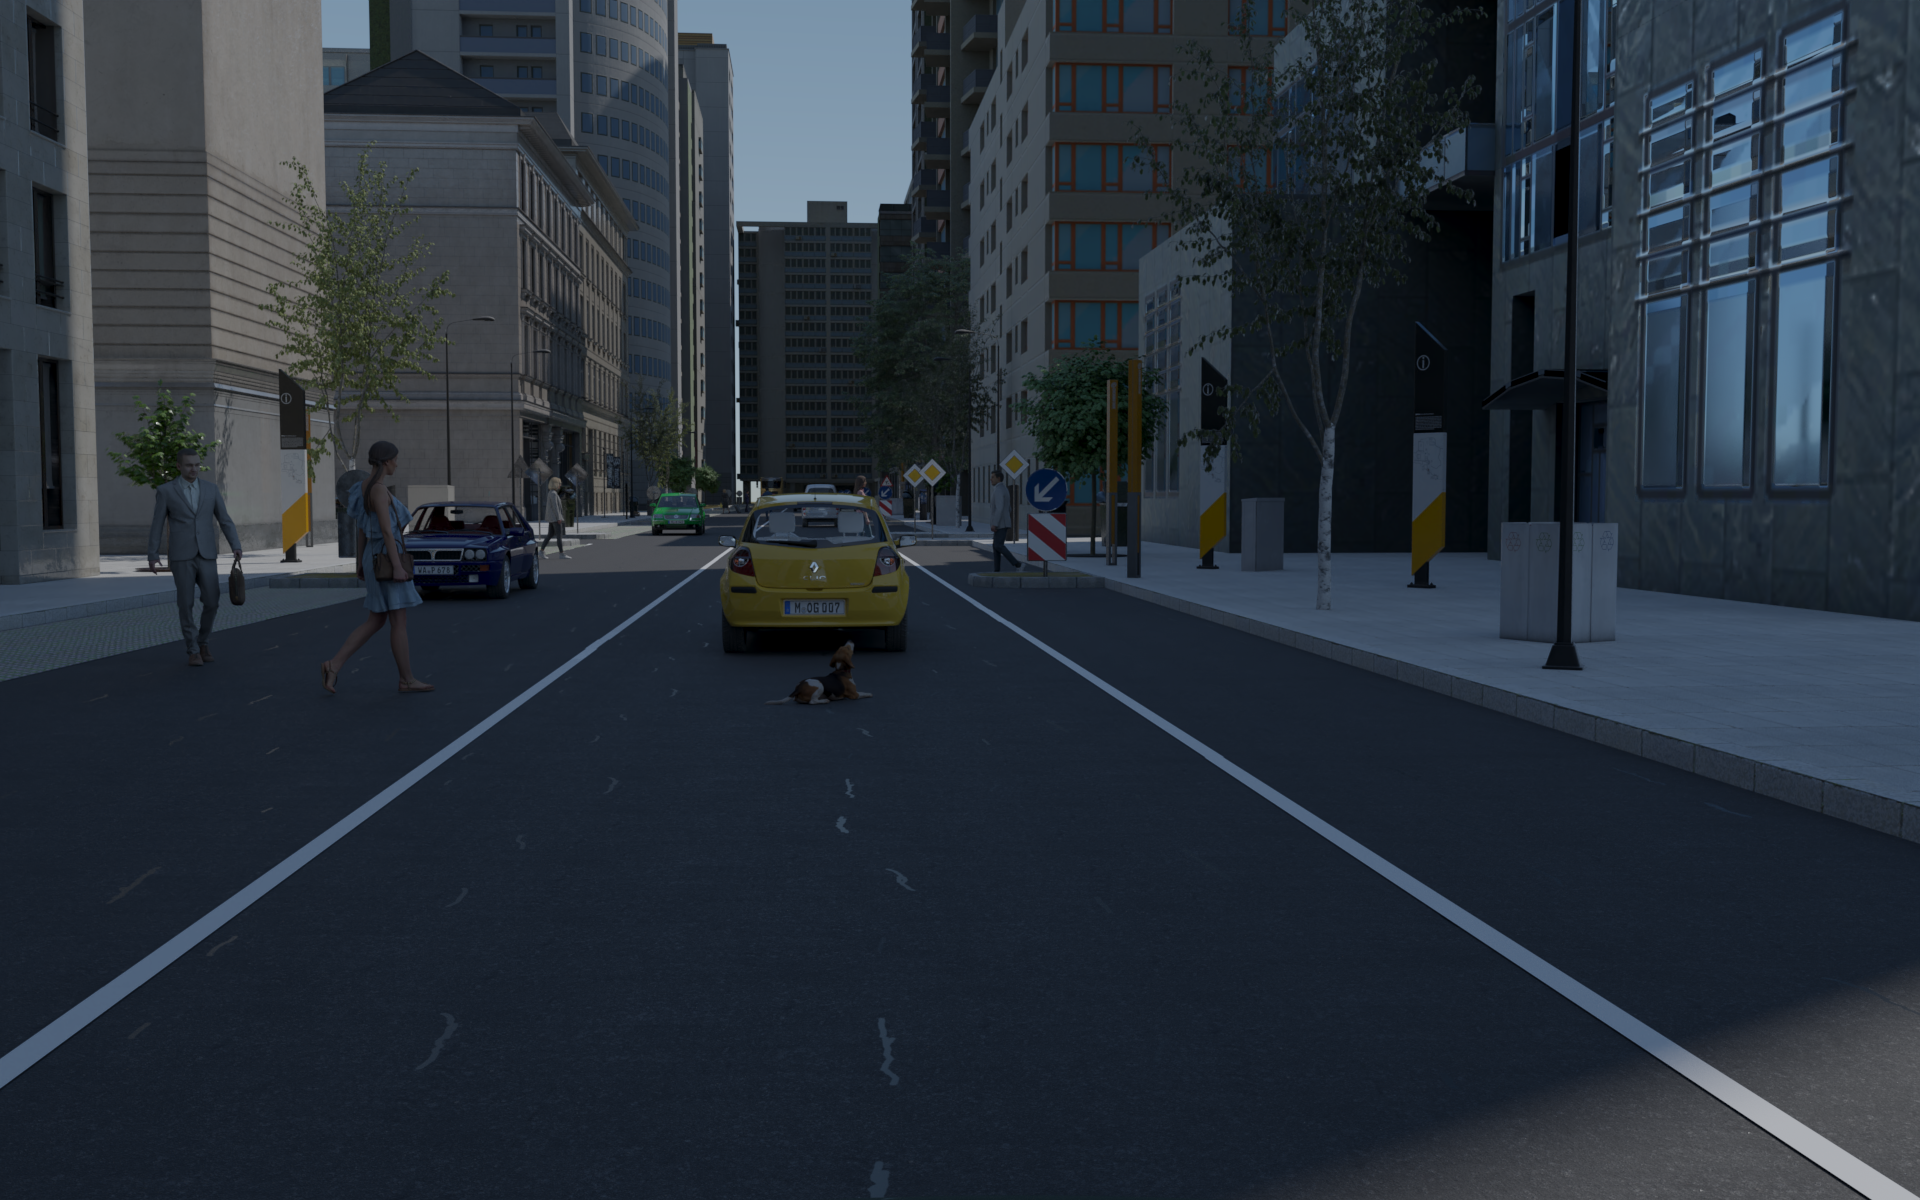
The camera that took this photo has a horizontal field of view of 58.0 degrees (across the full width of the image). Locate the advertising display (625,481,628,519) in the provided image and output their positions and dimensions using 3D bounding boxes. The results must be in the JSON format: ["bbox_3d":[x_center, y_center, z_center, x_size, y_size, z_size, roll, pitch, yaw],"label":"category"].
[{"bbox_3d":[-16.976,-5.074,88.168,0.123,1.923,0.974,-1,4,-11],"label":"advertising display"}]

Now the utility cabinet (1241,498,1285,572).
[{"bbox_3d":[5.076,-1.095,29.063,0.306,1.237,1.020,3,4,37],"label":"utility cabinet"}]

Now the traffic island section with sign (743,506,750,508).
[{"bbox_3d":[-23.438,-10.769,184.701,1.989,1.847,2.006,0,4,-5],"label":"traffic island section with sign"}]

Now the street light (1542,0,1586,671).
[{"bbox_3d":[3.907,-2.446,12.535,1.470,5.913,1.316,0,4,-5],"label":"street light"}]

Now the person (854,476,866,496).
[{"bbox_3d":[-2.079,-1.749,37.106,0.388,1.821,0.555,-2,4,-30],"label":"person"}]

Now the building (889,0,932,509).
[{"bbox_3d":[4.265,-43.868,155.491,20.563,71.187,20.611,0,4,-5],"label":"building"}]

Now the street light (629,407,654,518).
[{"bbox_3d":[-17.068,-7.361,92.889,1.470,5.913,1.316,0,4,-5],"label":"street light"}]

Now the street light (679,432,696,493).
[{"bbox_3d":[-20.345,-9.577,129.120,1.470,5.913,1.316,0,4,-5],"label":"street light"}]

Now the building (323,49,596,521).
[{"bbox_3d":[-23.845,-13.819,76.844,10.553,20.767,40.483,0,4,-5],"label":"building"}]

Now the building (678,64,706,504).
[{"bbox_3d":[-39.602,-34.775,192.277,21.600,48.544,21.300,0,4,-5],"label":"building"}]

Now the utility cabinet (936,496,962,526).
[{"bbox_3d":[-0.444,-3.585,69.770,1.020,1.237,0.306,2,4,26],"label":"utility cabinet"}]

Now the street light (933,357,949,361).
[{"bbox_3d":[-0.205,-5.285,58.945,1.470,5.913,1.316,0,4,-5],"label":"street light"}]

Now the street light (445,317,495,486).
[{"bbox_3d":[-12.871,-4.458,45.423,1.470,5.913,1.316,0,4,-5],"label":"street light"}]

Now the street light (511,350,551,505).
[{"bbox_3d":[-13.854,-5.090,55.766,1.470,5.913,1.316,0,4,-5],"label":"street light"}]

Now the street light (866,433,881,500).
[{"bbox_3d":[-6.600,-9.751,131.967,1.470,5.913,1.316,0,4,-5],"label":"street light"}]

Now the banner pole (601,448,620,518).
[{"bbox_3d":[-19.041,-6.337,93.625,0.401,3.779,0.863,3,5,43],"label":"banner pole"}]

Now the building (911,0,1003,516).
[{"bbox_3d":[8.322,-27.777,108.774,22.147,44.769,28.867,0,4,-5],"label":"building"}]

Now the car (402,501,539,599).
[{"bbox_3d":[-7.148,-0.749,24.828,1.945,1.354,3.894,0,4,-5],"label":"car"}]

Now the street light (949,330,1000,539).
[{"bbox_3d":[0.550,-4.684,49.129,1.470,5.913,1.316,0,4,-5],"label":"street light"}]

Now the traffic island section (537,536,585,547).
[{"bbox_3d":[-11.711,-1.584,48.183,2.009,0.180,2.903,0,4,-5],"label":"traffic island section"}]

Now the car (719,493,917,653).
[{"bbox_3d":[-1.411,-0.422,17.120,2.015,1.641,3.980,0,4,-4],"label":"car"}]

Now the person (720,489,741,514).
[{"bbox_3d":[-16.837,-7.218,126.730,1.509,1.804,0.699,1,4,12],"label":"person"}]

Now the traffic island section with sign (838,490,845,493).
[{"bbox_3d":[-12.914,-10.900,186.843,1.989,1.847,2.006,0,4,-5],"label":"traffic island section with sign"}]

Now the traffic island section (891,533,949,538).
[{"bbox_3d":[-1.464,-2.129,57.095,2.009,0.180,2.903,0,4,-5],"label":"traffic island section"}]

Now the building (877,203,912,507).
[{"bbox_3d":[-1.356,-24.648,174.701,14.160,30.474,14.107,0,4,-5],"label":"building"}]

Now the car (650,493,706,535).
[{"bbox_3d":[-9.998,-3.227,61.564,1.959,1.807,4.718,0,4,-7],"label":"car"}]

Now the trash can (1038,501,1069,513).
[{"bbox_3d":[2.034,-1.621,38.153,0.748,1.137,0.748,0,3,0],"label":"trash can"}]

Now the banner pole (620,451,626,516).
[{"bbox_3d":[-19.980,-6.826,101.628,0.863,3.779,0.401,-1,4,-8],"label":"banner pole"}]

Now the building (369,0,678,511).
[{"bbox_3d":[-34.774,-36.747,142.812,21.231,58.520,28.212,0,4,-5],"label":"building"}]

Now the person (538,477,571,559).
[{"bbox_3d":[-8.995,-1.813,38.323,0.728,1.800,0.709,-1,4,-17],"label":"person"}]

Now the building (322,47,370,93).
[{"bbox_3d":[-65.468,-34.843,189.295,30.456,49.044,23.786,0,4,-5],"label":"building"}]

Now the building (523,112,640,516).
[{"bbox_3d":[-30.116,-17.020,111.568,16.112,22.955,30.059,0,4,-5],"label":"building"}]

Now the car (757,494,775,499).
[{"bbox_3d":[-17.840,-9.316,161.359,2.155,1.783,4.494,0,4,-7],"label":"car"}]

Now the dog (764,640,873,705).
[{"bbox_3d":[-0.981,0.500,12.025,0.748,0.427,0.550,0,4,-2],"label":"dog"}]

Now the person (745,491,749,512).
[{"bbox_3d":[-16.844,-7.806,137.052,0.530,1.710,0.541,1,4,19],"label":"person"}]

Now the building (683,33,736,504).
[{"bbox_3d":[-43.433,-41.732,224.314,28.212,58.520,21.231,0,4,-5],"label":"building"}]

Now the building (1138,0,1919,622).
[{"bbox_3d":[17.384,-43.926,30.860,22.319,86.520,31.000,0,4,-5],"label":"building"}]

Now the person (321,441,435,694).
[{"bbox_3d":[-4.147,-0.230,12.354,0.778,1.811,0.616,-2,4,-29],"label":"person"}]

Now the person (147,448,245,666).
[{"bbox_3d":[-6.395,-0.360,14.503,0.709,1.813,0.853,-3,5,-41],"label":"person"}]

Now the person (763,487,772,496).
[{"bbox_3d":[-10.219,-5.122,92.425,0.721,1.800,0.419,-1,4,-16],"label":"person"}]

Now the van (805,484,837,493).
[{"bbox_3d":[-6.108,-4.227,76.126,2.013,2.044,4.112,0,4,-4],"label":"van"}]

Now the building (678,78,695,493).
[{"bbox_3d":[-32.897,-29.426,164.703,14.154,41.232,14.086,0,4,-5],"label":"building"}]

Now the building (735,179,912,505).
[{"bbox_3d":[-17.790,-33.056,232.347,23.993,40.220,32.217,0,4,-5],"label":"building"}]

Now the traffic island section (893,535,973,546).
[{"bbox_3d":[-0.762,-1.643,49.141,2.009,0.180,2.903,0,4,-5],"label":"traffic island section"}]

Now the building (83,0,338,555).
[{"bbox_3d":[-24.971,-11.666,39.895,18.267,20.994,9.793,0,4,-5],"label":"building"}]

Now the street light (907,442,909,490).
[{"bbox_3d":[-3.391,-7.509,95.314,1.470,5.913,1.316,0,4,-5],"label":"street light"}]

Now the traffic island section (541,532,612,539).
[{"bbox_3d":[-12.413,-2.071,56.137,2.009,0.180,2.903,0,4,-5],"label":"traffic island section"}]

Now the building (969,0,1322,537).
[{"bbox_3d":[16.025,-13.769,70.161,28.899,21.520,27.650,0,4,-5],"label":"building"}]

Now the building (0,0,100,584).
[{"bbox_3d":[-17.982,-9.977,17.871,10.420,20.320,16.860,0,4,-5],"label":"building"}]

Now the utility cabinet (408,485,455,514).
[{"bbox_3d":[-13.196,-2.116,43.277,1.173,1.500,0.318,1,4,19],"label":"utility cabinet"}]

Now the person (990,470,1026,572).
[{"bbox_3d":[0.760,-1.279,29.265,0.795,1.843,0.661,1,4,15],"label":"person"}]
